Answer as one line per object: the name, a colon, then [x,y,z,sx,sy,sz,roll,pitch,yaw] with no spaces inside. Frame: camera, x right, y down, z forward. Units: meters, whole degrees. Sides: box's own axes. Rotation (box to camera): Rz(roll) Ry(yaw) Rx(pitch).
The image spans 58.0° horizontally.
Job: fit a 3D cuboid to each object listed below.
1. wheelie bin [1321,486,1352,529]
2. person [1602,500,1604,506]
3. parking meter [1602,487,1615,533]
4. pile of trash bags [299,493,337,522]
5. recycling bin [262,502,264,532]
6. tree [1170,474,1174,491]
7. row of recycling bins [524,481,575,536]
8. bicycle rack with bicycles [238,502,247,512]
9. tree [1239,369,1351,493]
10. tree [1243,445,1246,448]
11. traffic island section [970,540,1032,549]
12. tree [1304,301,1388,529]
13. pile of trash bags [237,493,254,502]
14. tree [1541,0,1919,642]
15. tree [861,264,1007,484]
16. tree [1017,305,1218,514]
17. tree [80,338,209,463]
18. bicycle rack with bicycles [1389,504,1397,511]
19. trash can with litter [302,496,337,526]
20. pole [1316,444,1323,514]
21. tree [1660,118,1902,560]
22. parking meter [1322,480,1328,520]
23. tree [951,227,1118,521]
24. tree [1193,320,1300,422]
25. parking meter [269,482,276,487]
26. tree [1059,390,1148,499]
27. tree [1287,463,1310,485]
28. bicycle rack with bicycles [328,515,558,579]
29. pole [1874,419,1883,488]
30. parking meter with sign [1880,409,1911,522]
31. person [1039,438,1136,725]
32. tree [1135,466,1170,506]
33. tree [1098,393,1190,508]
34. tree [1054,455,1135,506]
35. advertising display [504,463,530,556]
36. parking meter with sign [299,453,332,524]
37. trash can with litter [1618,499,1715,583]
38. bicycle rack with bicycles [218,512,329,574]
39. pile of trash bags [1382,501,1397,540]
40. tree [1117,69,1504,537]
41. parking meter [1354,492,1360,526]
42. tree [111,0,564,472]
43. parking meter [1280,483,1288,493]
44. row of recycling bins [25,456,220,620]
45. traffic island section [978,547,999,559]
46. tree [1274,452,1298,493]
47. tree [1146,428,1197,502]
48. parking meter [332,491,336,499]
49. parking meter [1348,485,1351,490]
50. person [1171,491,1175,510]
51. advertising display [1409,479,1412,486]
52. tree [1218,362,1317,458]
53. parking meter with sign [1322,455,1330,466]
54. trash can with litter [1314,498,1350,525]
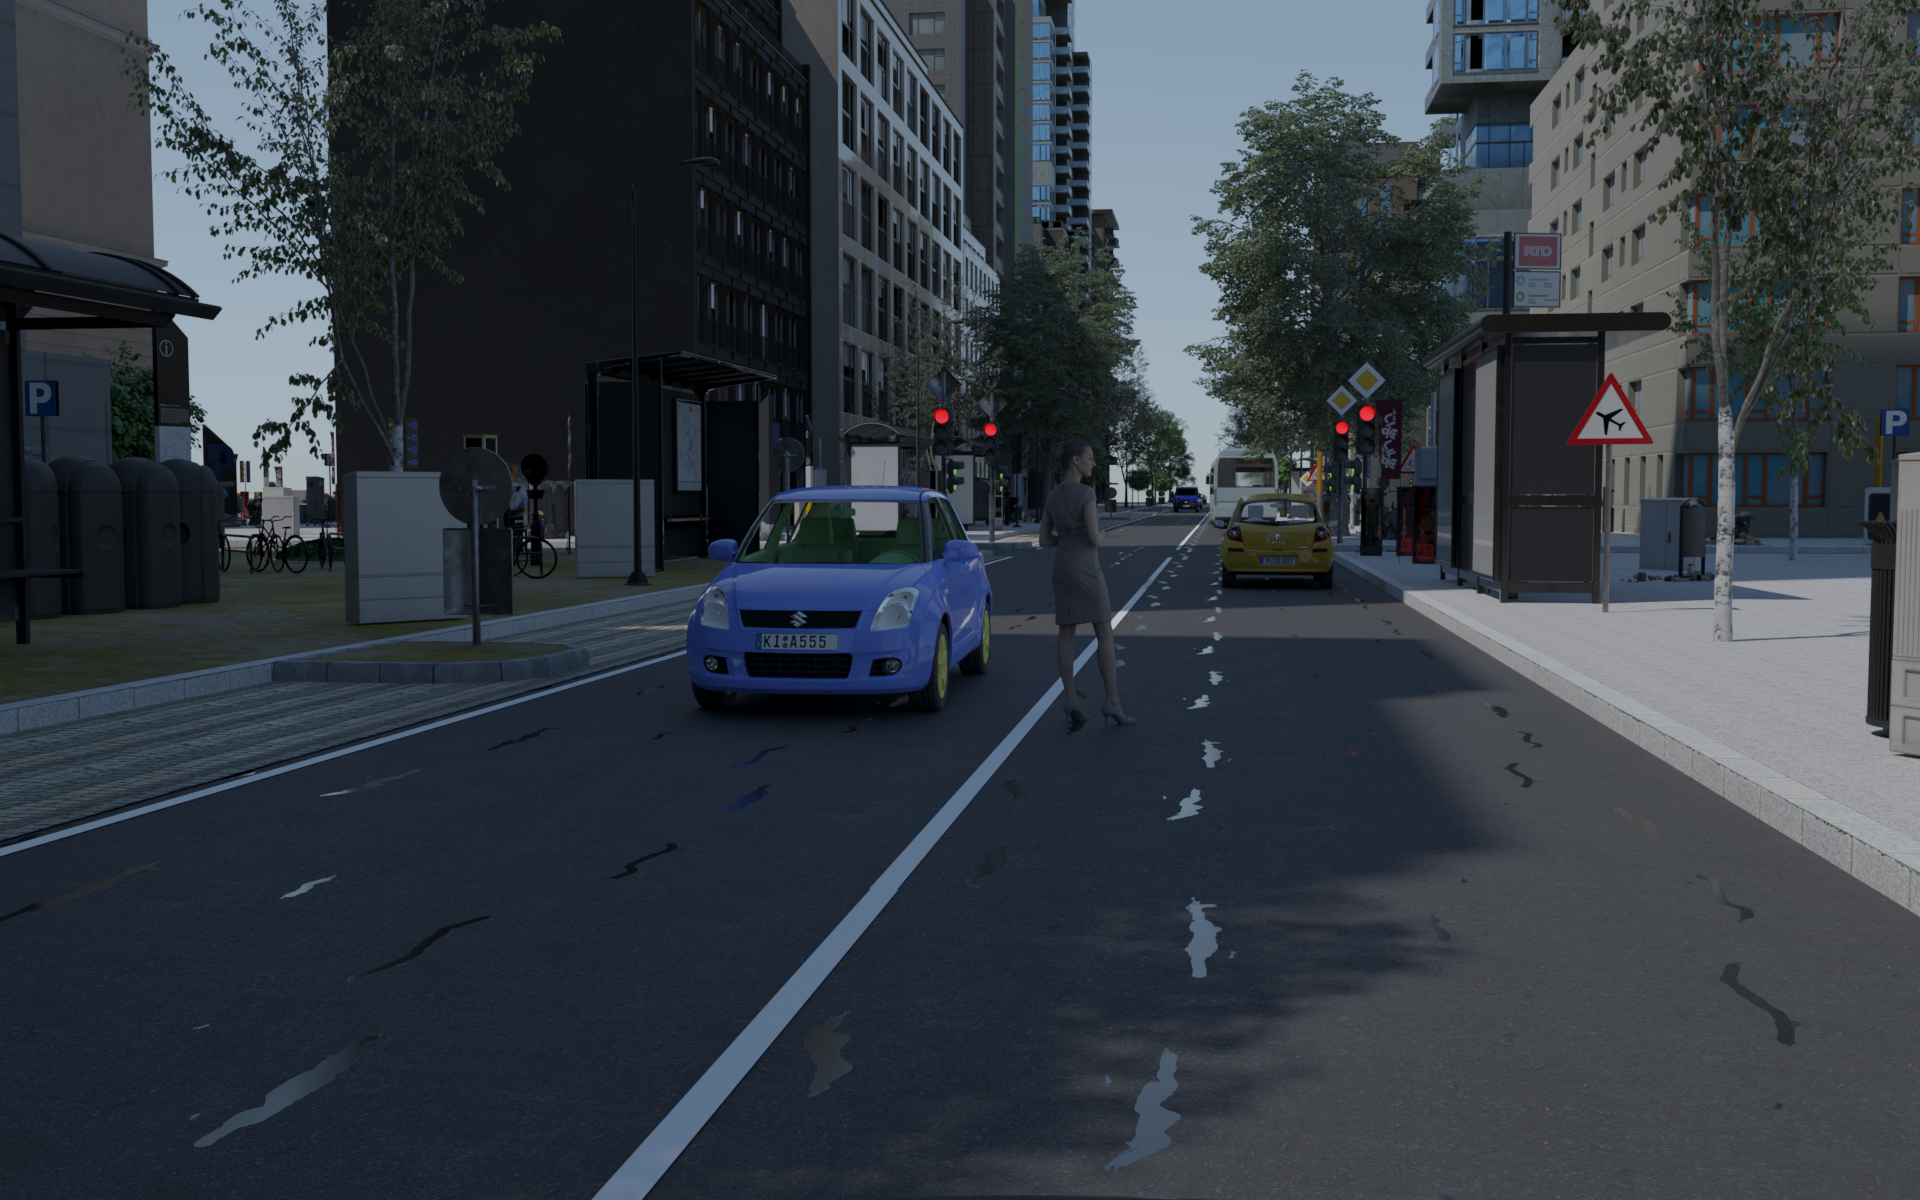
wheelie bin: [11.728,-2.828,54.144,0.980,1.594,0.693,-1,4,-19]
person: [15.222,-2.021,41.725,0.537,1.800,0.526,1,4,14]
parking meter: [21.676,-3.027,57.899,0.372,1.533,0.369,0,3,0]
pile of trash bags: [-28.578,-4.273,79.623,3.447,1.369,1.912,-3,5,-44]
recycling bin: [-23.163,-2.820,58.662,0.722,1.027,0.722,0,4,-7]
tree: [25.267,-14.463,220.185,4.285,4.588,4.351,0,3,0]
row of recycling bins: [-12.501,-2.831,53.392,1.069,1.692,3.534,0,4,6]
bicycle rack with bicycles: [-33.950,-4.051,79.612,2.852,0.926,2.925,-1,4,-18]
tree: [21.554,-10.828,111.451,7.601,10.594,8.767,0,4,5]
tree: [39.062,-18.776,225.107,7.486,12.596,7.792,0,3,0]
traffic island section: [0.831,-1.468,46.283,2.009,0.180,2.903,1,4,9]
tree: [14.111,-6.898,63.137,4.360,8.622,3.978,0,3,0]
pile of trash bags: [-46.861,-6.510,116.188,3.447,1.369,1.912,-2,4,-31]
tree: [6.797,-3.931,14.640,4.360,8.622,3.978,0,3,0]
tree: [-0.604,-6.493,56.528,4.360,8.622,3.978,0,3,0]
tree: [8.490,-12.361,112.469,12.009,13.543,11.850,0,3,0]
tree: [-17.630,-3.233,36.576,4.285,4.588,4.351,0,3,0]
bicycle rack with bicycles: [15.955,-2.982,62.130,2.852,0.926,2.925,-3,5,-41]
trash can with litter: [-25.520,-3.579,69.577,2.233,1.210,1.678,-1,4,-16]
pole: [13.773,-4.436,66.364,0.158,3.312,0.155,0,3,0]
tree: [15.898,-5.074,33.318,4.737,8.622,4.395,0,3,0]
parking meter: [14.790,-3.951,70.310,0.255,1.863,0.399,1,4,10]
tree: [4.064,-10.820,83.565,9.857,13.997,8.962,0,3,0]
tree: [30.675,-19.956,182.164,12.611,20.169,13.585,0,3,0]
parking meter: [-33.519,-4.817,84.461,0.255,1.863,0.399,-1,4,-12]
tree: [11.313,-12.405,137.238,7.601,10.594,8.767,-1,4,-22]
tree: [20.704,-6.806,105.884,1.663,3.219,1.824,0,3,0]
bicycle rack with bicycles: [-7.498,-0.800,26.470,2.925,0.926,2.852,1,4,11]
pole: [25.107,-3.274,47.375,0.158,3.312,0.155,0,3,0]
parking meter with sign: [18.980,-2.355,34.770,0.543,3.016,1.738,1,4,13]
person: [0.793,-0.125,10.886,0.374,1.781,0.599,-3,5,-40]
tree: [19.598,-12.593,189.608,4.285,4.588,4.351,0,3,0]
tree: [15.528,-14.523,163.208,9.928,11.665,9.643,0,3,0]
tree: [7.073,-7.213,101.645,4.285,4.588,4.351,0,3,0]
advertising display: [-9.231,-1.887,36.061,0.123,1.923,0.974,1,4,11]
parking meter with sign: [-27.704,-4.782,74.453,1.738,3.016,0.543,2,4,24]
trash can with litter: [10.560,-0.902,25.800,2.233,1.210,1.678,-2,4,-29]
bicycle rack with bicycles: [-11.256,-0.950,28.916,2.852,0.926,2.925,-3,4,-36]
pile of trash bags: [12.658,-2.375,48.582,1.912,1.369,3.447,0,4,-5]
tree: [11.426,-8.886,51.948,9.857,13.997,8.962,0,3,0]
parking meter: [15.888,-3.741,69.574,0.372,1.533,0.369,0,3,0]
tree: [-6.228,-4.156,18.312,4.360,8.622,3.978,0,3,0]
parking meter: [17.620,-5.420,94.327,0.255,1.863,0.399,-2,4,-35]
row of recycling bins: [-9.445,-0.737,19.158,1.069,1.692,3.534,1,4,12]
traffic island section: [-0.379,-0.985,38.389,2.009,0.180,2.903,1,4,9]
tree: [25.582,-9.462,138.418,4.285,4.588,4.351,0,3,0]
tree: [33.422,-21.962,276.082,9.611,12.733,9.660,0,3,0]
parking meter: [-43.881,-6.925,121.631,0.372,1.533,0.369,0,3,0]
parking meter: [21.073,-5.405,94.079,0.255,1.863,0.399,1,4,20]
person: [18.867,-8.800,153.323,0.756,1.711,0.436,-3,4,-36]
advertising display: [19.235,-4.138,72.862,0.123,1.923,0.974,-2,4,-24]
tree: [27.126,-14.646,149.834,12.009,13.543,11.850,0,3,0]
parking meter with sign: [16.891,-4.968,77.481,0.543,3.016,1.738,-2,4,-33]
trash can with litter: [15.223,-3.751,72.383,2.233,1.210,1.678,1,4,17]
